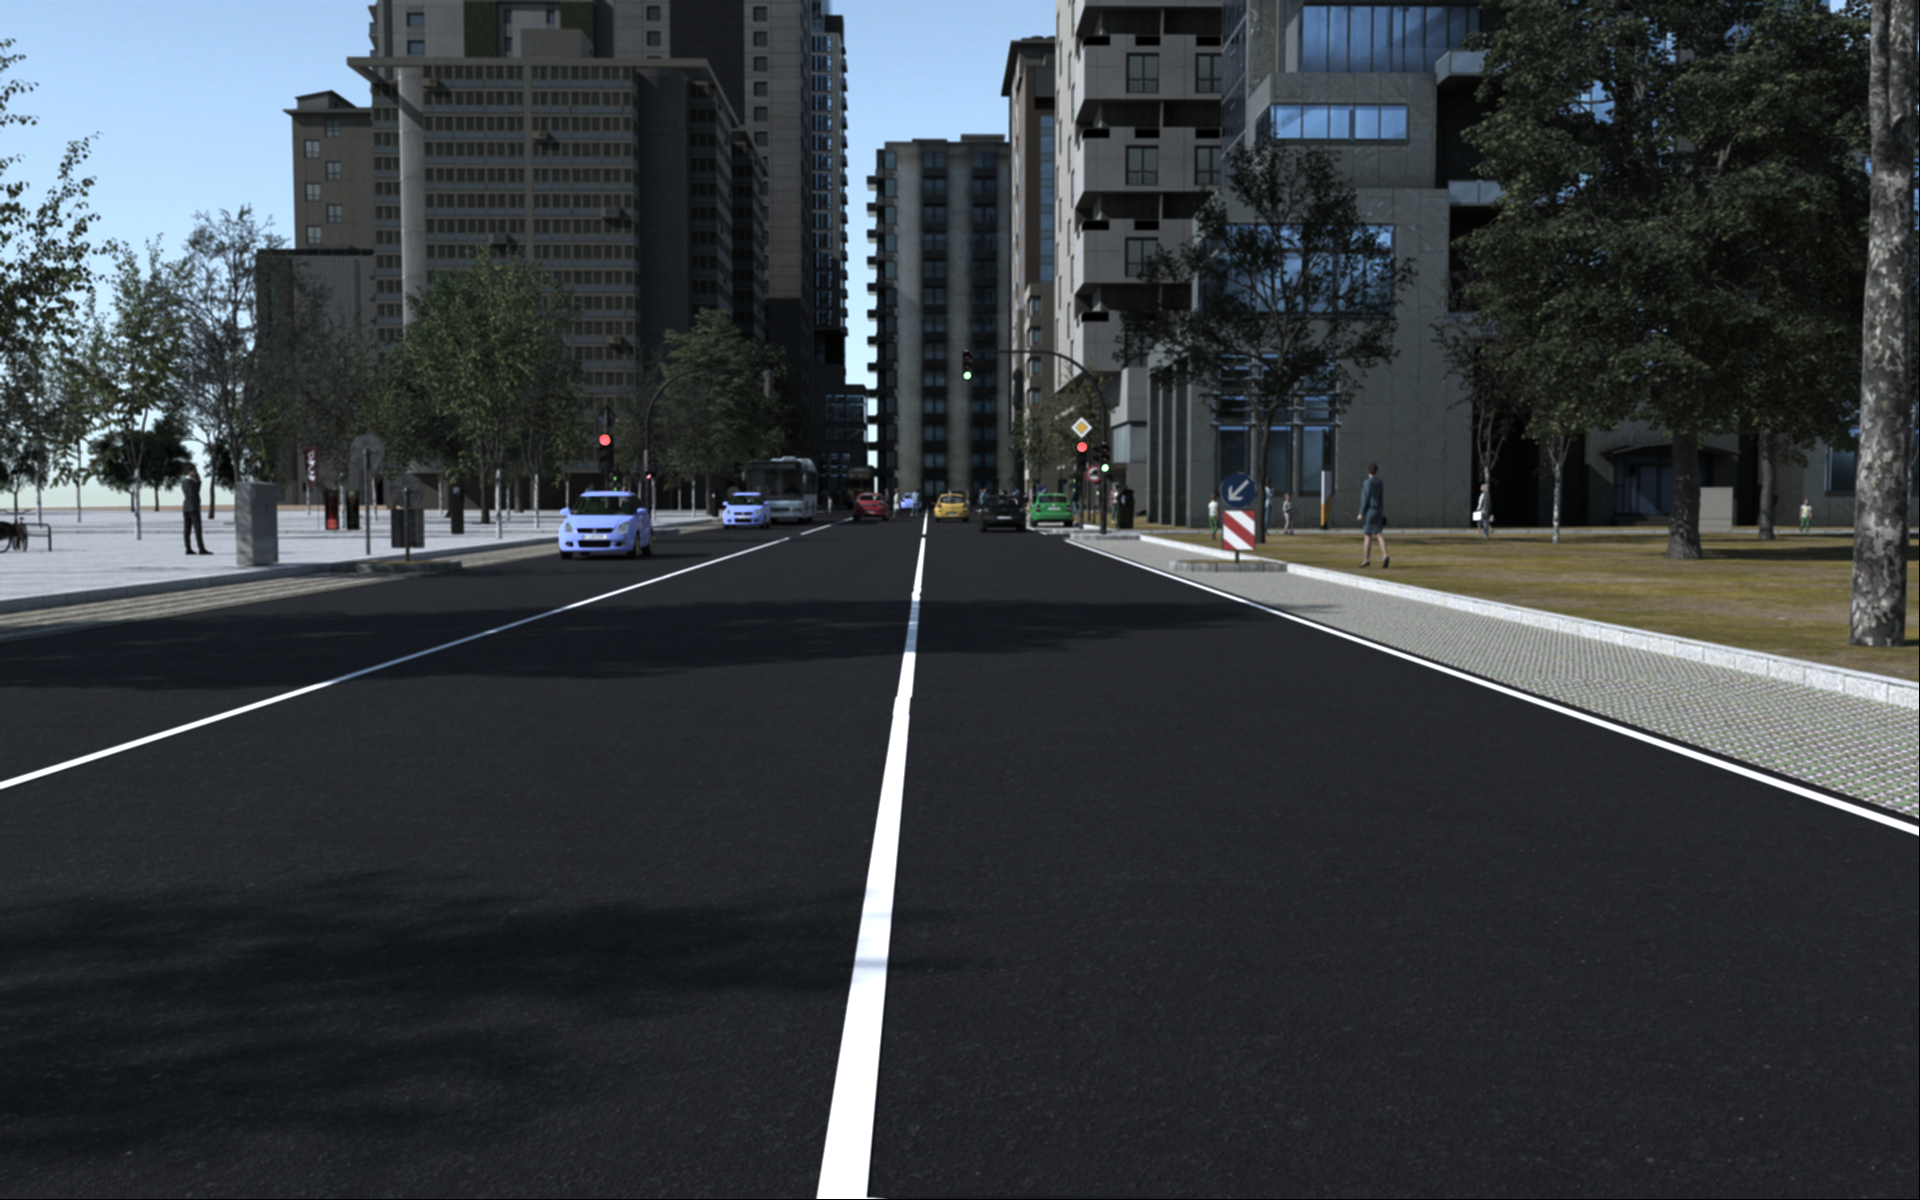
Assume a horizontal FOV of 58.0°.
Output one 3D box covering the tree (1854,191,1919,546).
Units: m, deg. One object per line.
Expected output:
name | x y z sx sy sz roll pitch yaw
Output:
tree | 23.668 -5.646 42.675 4.360 8.622 3.978 0 3 0

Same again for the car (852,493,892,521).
car | -4.749 -5.126 92.844 2.155 1.783 4.494 0 4 0

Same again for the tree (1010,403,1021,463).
tree | 5.724 -11.107 131.968 4.737 8.622 4.395 0 3 0

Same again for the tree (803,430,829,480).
tree | -16.578 -14.622 189.436 4.360 8.622 3.978 0 3 0

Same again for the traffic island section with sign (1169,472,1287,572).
traffic island section with sign | 4.984 -1.462 32.535 1.989 1.847 2.006 0 4 -1

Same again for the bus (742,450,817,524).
bus | -8.631 -5.503 84.836 2.948 3.499 13.247 0 4 -2

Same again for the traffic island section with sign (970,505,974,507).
traffic island section with sign | 2.114 -11.299 193.371 1.989 1.847 2.006 0 4 -1

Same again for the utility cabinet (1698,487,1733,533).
utility cabinet | 24.428 -2.909 56.248 1.173 1.500 0.318 0 4 3

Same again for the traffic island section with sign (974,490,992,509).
traffic island section with sign | 2.598 -9.594 165.487 1.989 1.847 2.006 0 4 -1

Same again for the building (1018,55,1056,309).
building | 13.195 -32.304 178.280 14.600 45.320 14.200 0 4 -1

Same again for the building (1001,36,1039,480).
building | 19.594 -37.297 199.043 28.713 52.752 27.495 0 4 -1

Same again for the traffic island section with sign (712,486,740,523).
traffic island section with sign | -11.420 -4.823 87.480 1.989 1.847 2.006 0 4 -1

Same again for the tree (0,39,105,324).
tree | -15.906 -4.721 27.555 4.737 8.622 4.395 0 3 0

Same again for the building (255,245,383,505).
building | -73.588 -26.507 205.092 14.107 30.474 14.160 0 4 -1

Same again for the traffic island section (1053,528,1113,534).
traffic island section | 4.432 -2.495 63.066 2.009 0.180 2.903 0 4 -1

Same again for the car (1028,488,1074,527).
car | 3.970 -4.080 75.501 1.959 1.807 4.718 0 4 0

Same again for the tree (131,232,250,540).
tree | -23.301 -6.005 48.536 4.737 8.622 4.395 0 3 0

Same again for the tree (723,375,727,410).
tree | -14.445 -8.684 92.352 4.360 8.622 3.978 0 3 0

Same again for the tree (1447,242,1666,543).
tree | 15.747 -5.783 44.909 4.360 8.622 3.978 0 3 0

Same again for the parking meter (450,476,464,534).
parking meter | -16.059 -3.037 55.365 0.399 1.863 0.255 0 4 -5

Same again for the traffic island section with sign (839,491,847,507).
traffic island section with sign | -13.289 -11.189 191.560 1.989 1.847 2.006 0 4 -1

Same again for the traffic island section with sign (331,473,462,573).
traffic island section with sign | -10.446 -1.452 32.361 1.989 1.847 2.006 0 4 -1

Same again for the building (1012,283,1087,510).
building | 19.271 -19.070 156.836 27.650 21.520 28.899 0 4 -1

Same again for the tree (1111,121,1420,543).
tree | 7.648 -6.730 44.452 8.767 10.594 7.601 1 4 23

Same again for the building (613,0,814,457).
building | -27.964 -46.672 201.342 20.611 71.187 20.563 0 4 -1

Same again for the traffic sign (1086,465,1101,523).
traffic sign | 5.882 -4.633 75.861 0.768 2.556 0.104 0 4 7

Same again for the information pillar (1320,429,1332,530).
information pillar | 13.160 -4.333 62.206 0.504 3.616 0.183 -3 5 -45

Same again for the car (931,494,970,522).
car | -0.453 -4.834 89.253 2.015 1.641 3.980 0 4 -2

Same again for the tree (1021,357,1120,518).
tree | 6.304 -8.692 92.474 4.737 8.622 4.395 0 3 0

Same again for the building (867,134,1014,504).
building | 2.900 -37.530 233.230 30.456 49.044 23.786 0 4 -1

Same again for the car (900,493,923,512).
car | -3.961 -8.069 141.526 1.945 1.707 3.694 0 4 -1

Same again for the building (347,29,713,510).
building | -32.559 -27.960 149.025 32.217 40.220 23.993 0 4 -1

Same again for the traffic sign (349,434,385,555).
traffic sign | -12.525 -2.231 36.585 0.768 2.556 0.104 0 4 2

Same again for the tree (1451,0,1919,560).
tree | 14.217 -7.775 33.778 9.857 13.997 8.962 0 3 0

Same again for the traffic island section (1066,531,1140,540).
traffic island section | 4.575 -2.006 55.083 2.009 0.180 2.903 0 4 -1

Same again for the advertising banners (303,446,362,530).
advertising banners | -22.442 -4.020 61.910 2.074 3.025 0.090 0 4 2

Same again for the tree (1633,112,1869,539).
tree | 22.856 -8.039 49.563 7.486 12.596 7.792 0 3 0

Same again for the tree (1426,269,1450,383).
tree | 15.311 -6.058 49.414 4.360 8.622 3.978 0 3 0

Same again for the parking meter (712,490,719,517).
parking meter | -13.623 -5.382 96.407 0.372 1.533 0.369 0 3 0

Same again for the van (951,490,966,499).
van | -0.378 -9.865 168.305 2.013 2.044 4.112 0 4 -2

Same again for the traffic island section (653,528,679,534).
traffic island section | -11.307 -2.478 62.791 2.009 0.180 2.903 0 4 -1

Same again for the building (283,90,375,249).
building | -72.181 -39.500 235.065 27.495 52.752 28.713 0 4 -1

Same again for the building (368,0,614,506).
building | -52.368 -40.312 201.103 28.212 58.520 21.231 0 4 -1

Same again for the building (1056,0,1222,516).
building | 20.563 -32.063 113.474 28.713 52.752 27.495 0 4 -1

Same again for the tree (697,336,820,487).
tree | -14.744 -12.777 125.909 9.611 12.733 9.660 0 3 0

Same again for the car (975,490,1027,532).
car | 1.604 -3.464 66.416 2.009 1.686 4.222 0 4 -1

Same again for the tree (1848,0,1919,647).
tree | 7.009 -9.754 15.375 12.611 20.169 13.585 0 3 0

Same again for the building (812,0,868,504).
building | -28.120 -56.224 231.927 31.000 86.520 22.319 0 4 -1

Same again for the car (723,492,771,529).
car | -8.835 -3.814 71.957 1.945 1.707 3.694 0 4 -1

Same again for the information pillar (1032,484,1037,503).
information pillar | 5.176 -7.127 121.023 0.304 2.012 0.304 -1 4 -8

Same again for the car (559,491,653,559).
car | -7.988 -1.812 39.212 1.945 1.707 3.694 0 4 -3

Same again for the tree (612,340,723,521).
tree | -14.478 -8.103 82.852 4.360 8.622 3.978 0 3 0

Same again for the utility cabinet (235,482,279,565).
utility cabinet | -12.646 -1.376 31.182 0.318 1.500 1.173 0 4 -1

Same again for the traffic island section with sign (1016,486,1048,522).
traffic island section with sign | 3.988 -4.834 87.661 1.989 1.847 2.006 0 4 -1

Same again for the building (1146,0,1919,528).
building | 23.874 -46.521 73.293 31.000 86.520 22.319 0 4 -1

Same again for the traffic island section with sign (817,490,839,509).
traffic island section with sign | -12.806 -9.540 164.609 1.989 1.847 2.006 0 4 -1

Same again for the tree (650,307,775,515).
tree | -15.086 -11.440 105.178 7.486 12.596 7.792 0 3 0

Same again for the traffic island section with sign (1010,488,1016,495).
traffic island section with sign | 3.510 -6.488 114.703 1.989 1.847 2.006 0 4 -1
